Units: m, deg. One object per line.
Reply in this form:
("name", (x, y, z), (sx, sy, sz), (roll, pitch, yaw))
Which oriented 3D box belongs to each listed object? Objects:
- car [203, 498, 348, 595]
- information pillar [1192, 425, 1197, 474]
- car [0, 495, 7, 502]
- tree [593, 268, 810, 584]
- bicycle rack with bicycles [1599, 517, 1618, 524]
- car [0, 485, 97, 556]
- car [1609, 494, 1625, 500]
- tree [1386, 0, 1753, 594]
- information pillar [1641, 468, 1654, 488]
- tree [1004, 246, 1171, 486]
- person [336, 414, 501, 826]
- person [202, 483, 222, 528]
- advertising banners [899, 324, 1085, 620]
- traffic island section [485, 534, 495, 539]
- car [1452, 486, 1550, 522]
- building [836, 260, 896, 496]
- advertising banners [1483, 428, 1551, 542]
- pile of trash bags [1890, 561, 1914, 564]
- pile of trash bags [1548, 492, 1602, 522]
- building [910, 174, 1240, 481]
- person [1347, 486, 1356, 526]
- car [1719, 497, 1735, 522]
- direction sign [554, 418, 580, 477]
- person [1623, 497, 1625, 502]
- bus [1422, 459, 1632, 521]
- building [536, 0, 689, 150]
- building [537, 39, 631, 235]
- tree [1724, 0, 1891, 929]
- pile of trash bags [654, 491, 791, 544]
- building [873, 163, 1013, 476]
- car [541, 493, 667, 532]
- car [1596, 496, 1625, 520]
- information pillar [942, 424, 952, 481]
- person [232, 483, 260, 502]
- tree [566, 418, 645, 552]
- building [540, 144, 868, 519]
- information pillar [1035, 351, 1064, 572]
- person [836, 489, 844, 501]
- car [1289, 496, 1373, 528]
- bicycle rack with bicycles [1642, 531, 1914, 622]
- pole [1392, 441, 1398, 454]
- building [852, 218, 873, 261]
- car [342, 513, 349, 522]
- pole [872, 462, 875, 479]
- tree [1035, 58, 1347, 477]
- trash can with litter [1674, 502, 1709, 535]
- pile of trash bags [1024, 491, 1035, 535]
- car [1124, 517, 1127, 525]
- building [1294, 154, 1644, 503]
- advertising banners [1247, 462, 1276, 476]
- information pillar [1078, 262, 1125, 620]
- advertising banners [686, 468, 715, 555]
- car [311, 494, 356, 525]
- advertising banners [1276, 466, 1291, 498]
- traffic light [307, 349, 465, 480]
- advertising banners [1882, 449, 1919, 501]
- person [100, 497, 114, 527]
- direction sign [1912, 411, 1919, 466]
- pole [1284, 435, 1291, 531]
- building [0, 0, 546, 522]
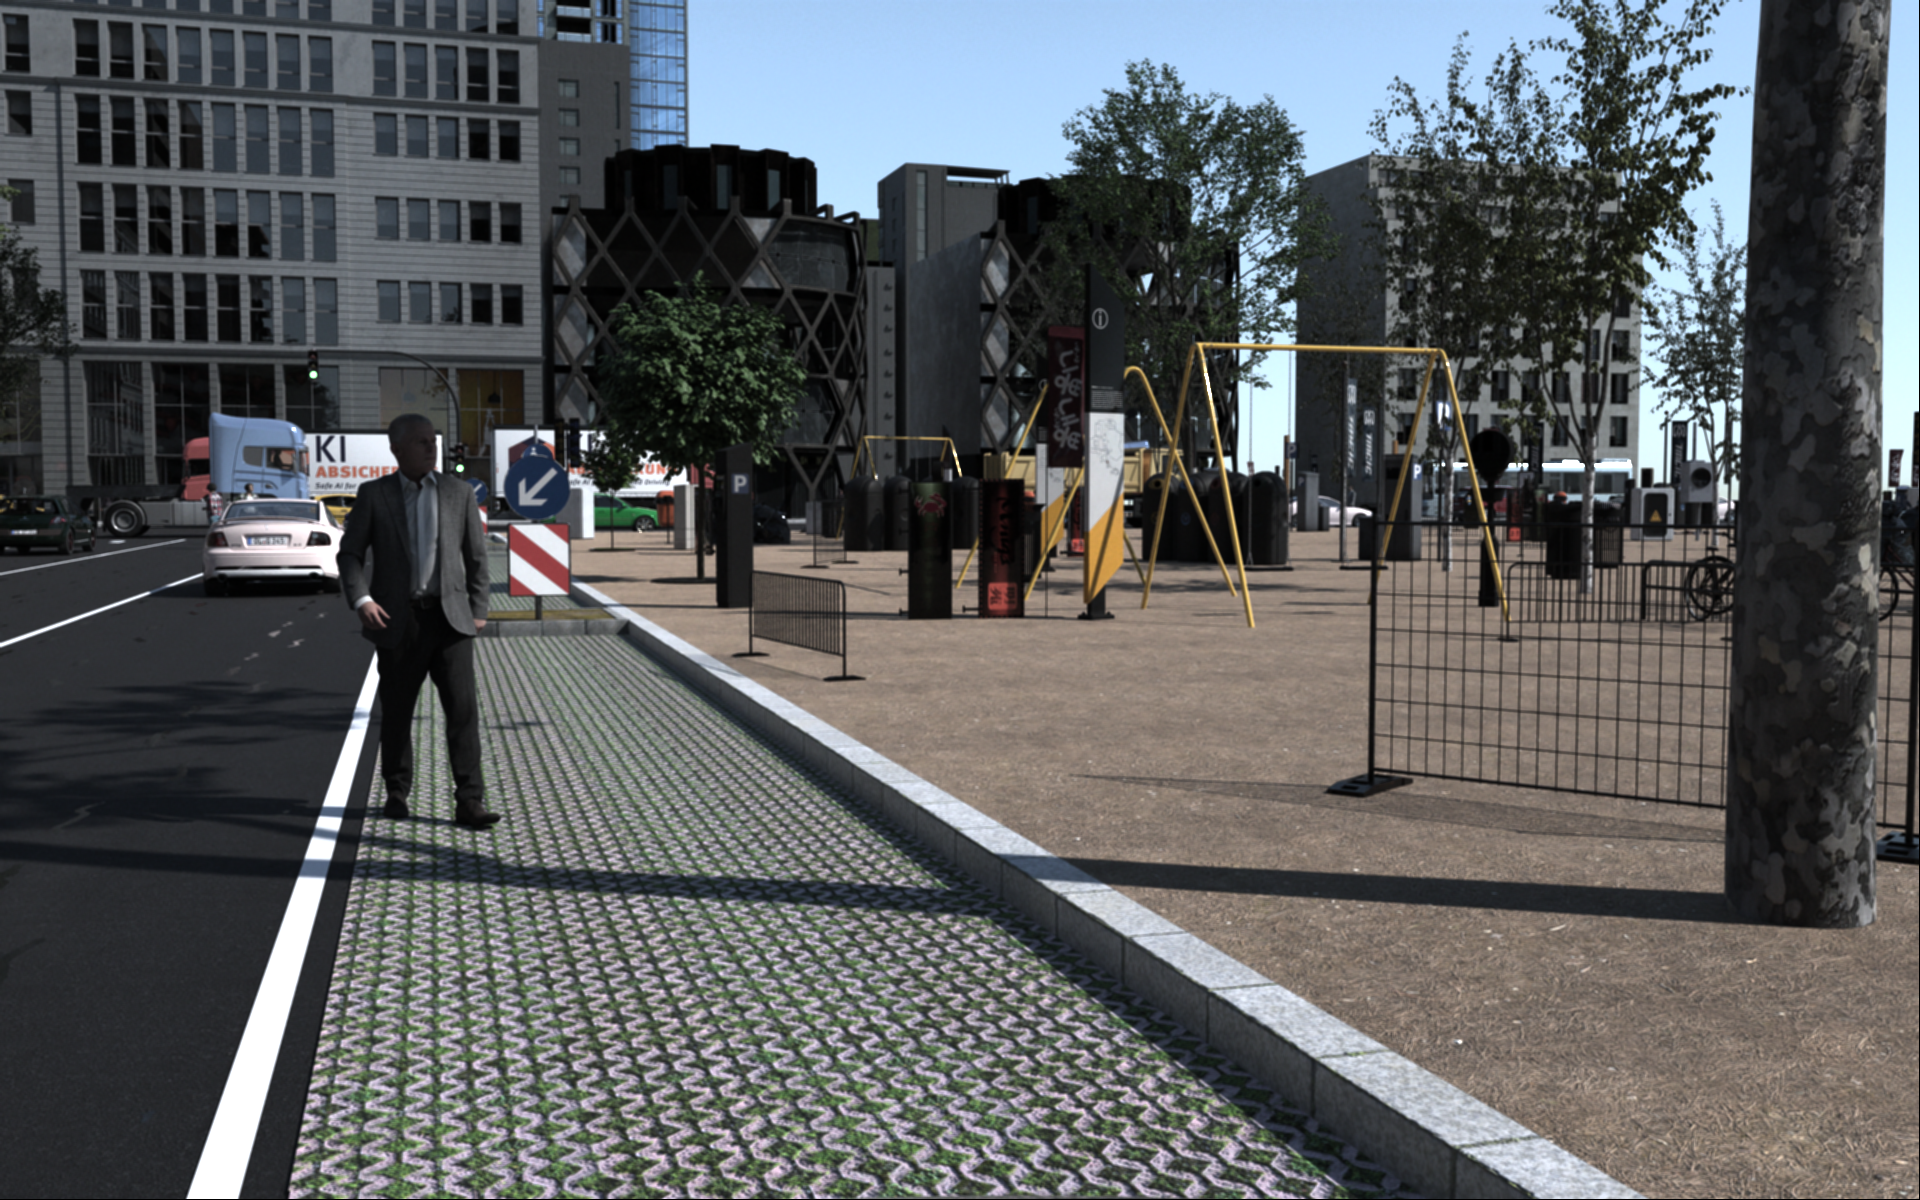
("car", (-10.227, -0.841, 26.115), (2.083, 1.381, 4.827), (-1, 4, -17))
("information pillar", (7.383, -3.903, 55.162), (0.183, 3.616, 0.504), (-1, 4, -19))
("car", (-36.949, -3.446, 66.567), (3.980, 1.641, 2.015), (-1, 4, -16))
("tree", (-3.797, -2.538, 25.203), (4.285, 4.588, 4.351), (0, 3, 0))
("bicycle rack with bicycles", (20.141, -2.731, 58.029), (2.852, 0.926, 2.925), (-1, 4, -20))
("car", (-22.048, -1.951, 41.690), (2.009, 1.686, 4.222), (-1, 4, -16))
("car", (31.730, -4.304, 80.151), (4.222, 1.686, 2.009), (-1, 4, -16))
("tree", (7.981, -4.401, 22.312), (4.737, 8.622, 4.395), (0, 3, 0))
("information pillar", (19.453, -2.726, 49.069), (0.304, 2.012, 0.304), (2, 4, 28))
("tree", (3.155, -6.124, 50.486), (4.360, 8.622, 3.978), (0, 3, 0))
("person", (-2.306, 0.086, 7.490), (0.661, 1.777, 0.834), (-3, 4, -38))
("person", (-19.359, -2.186, 45.080), (0.643, 1.720, 0.563), (1, 4, 9))
("advertising banners", (0.398, -1.322, 17.798), (2.074, 3.025, 0.090), (-1, 4, -13))
("traffic island section", (-16.085, -2.054, 55.869), (2.009, 0.180, 2.903), (-1, 4, -17))
("car", (26.134, -4.562, 83.257), (5.304, 1.827, 2.281), (-1, 4, -15))
("building", (-16.376, -27.013, 213.356), (14.107, 30.474, 14.160), (-1, 4, -17))
("advertising banners", (14.785, -3.048, 46.028), (2.074, 3.025, 0.090), (-1, 4, -15))
("pile of trash bags", (16.243, -1.358, 31.964), (1.912, 1.369, 3.447), (-2, 4, -24))
("pile of trash bags", (23.649, -3.503, 67.027), (1.912, 1.369, 3.447), (0, 4, 1))
("building", (7.340, -14.284, 100.996), (16.811, 18.784, 16.820), (-1, 4, -17))
("person", (17.428, -4.192, 77.154), (0.853, 1.813, 0.709), (-1, 4, -16))
("car", (38.195, -4.730, 89.696), (4.827, 1.381, 2.083), (-1, 4, -16))
("direction sign", (-11.732, -3.657, 51.793), (0.876, 3.537, 0.379), (1, 4, 22))
("person", (27.724, -3.858, 71.774), (0.606, 1.804, 0.583), (-1, 4, -13))
("bus", (28.124, -5.748, 88.840), (13.247, 3.499, 2.948), (-1, 4, -18))
("building", (-39.803, -53.128, 181.317), (22.319, 86.520, 31.000), (-1, 4, -17))
("building", (-37.822, -29.113, 159.590), (14.154, 41.232, 14.086), (-1, 4, -17))
("tree", (3.554, -9.034, 3.592), (12.611, 20.169, 13.585), (0, 3, 0))
("pile of trash bags", (-6.158, -2.141, 44.755), (3.447, 1.369, 1.912), (-1, 4, -16))
("building", (-1.939, -32.683, 217.961), (14.086, 41.232, 14.154), (-1, 4, -17))
("car", (-12.522, -3.168, 60.599), (4.718, 1.807, 1.959), (-1, 4, -15))
("car", (29.521, -3.811, 74.664), (4.827, 1.381, 2.083), (-1, 4, -15))
("information pillar", (-0.436, -4.057, 57.686), (0.183, 3.616, 0.504), (-2, 4, -32))
("person", (-20.230, -2.448, 49.240), (0.376, 1.734, 0.841), (3, 5, 43))
("tree", (-7.776, -2.713, 38.955), (1.663, 3.219, 1.824), (0, 3, 0))
("building", (-13.632, -13.793, 92.971), (16.811, 18.784, 16.820), (-1, 4, -17))
("information pillar", (1.464, -2.274, 28.528), (0.504, 3.616, 0.183), (-1, 4, -16))
("person", (-4.720, -3.598, 68.798), (0.415, 1.643, 0.593), (1, 4, 21))
("car", (14.837, -3.633, 71.757), (4.827, 1.381, 2.083), (-1, 4, -16))
("bicycle rack with bicycles", (8.135, -0.233, 17.197), (2.852, 0.926, 2.925), (-1, 4, -13))
("pole", (16.563, -4.413, 66.004), (0.158, 3.312, 0.155), (0, 3, 0))
("building", (-18.437, -35.097, 257.434), (14.086, 41.232, 14.154), (-1, 4, -17))
("car", (-19.568, -2.941, 60.669), (3.894, 1.354, 1.945), (-1, 4, -18))
("pole", (-5.537, -7.148, 110.720), (0.158, 3.312, 0.155), (0, 3, 0))
("tree", (5.470, -7.140, 42.499), (9.928, 11.665, 9.643), (0, 3, 0))
("trash can with litter", (23.061, -2.717, 55.476), (2.233, 1.210, 1.678), (0, 4, -1))
("pile of trash bags", (2.336, -2.758, 54.839), (1.912, 1.369, 3.447), (0, 4, 8))
("car", (5.901, -4.100, 79.608), (3.894, 1.354, 1.945), (-1, 4, -17))
("building", (30.083, -15.199, 103.263), (16.860, 20.320, 10.420), (-1, 4, -17))
("advertising banners", (16.342, -6.013, 94.506), (2.074, 3.025, 0.090), (-3, 4, -39))
("information pillar", (1.464, -1.612, 17.715), (0.504, 3.616, 0.183), (-3, 4, -37))
("advertising banners", (-5.605, -2.503, 37.116), (0.090, 3.025, 2.074), (-2, 4, -25))
("car", (-24.378, -3.636, 69.677), (3.980, 1.641, 2.015), (-1, 4, -18))
("advertising banners", (19.788, -6.713, 105.947), (0.090, 3.025, 2.074), (-1, 4, -19))
("traffic light", (-18.102, -4.913, 54.996), (4.771, 5.953, 1.251), (-1, 4, -17))
("advertising banners", (38.553, -4.570, 70.914), (0.090, 3.025, 2.074), (-1, 4, -15))
("person", (-36.633, -3.988, 74.505), (0.445, 1.727, 0.742), (0, 3, 0))
("direction sign", (26.325, -3.382, 47.295), (0.379, 3.537, 0.876), (-1, 4, -10))
("pole", (11.349, -4.058, 60.190), (0.158, 3.312, 0.155), (0, 3, 0))
("building", (-35.930, -18.770, 84.380), (29.804, 29.767, 11.434), (-1, 4, -17))
